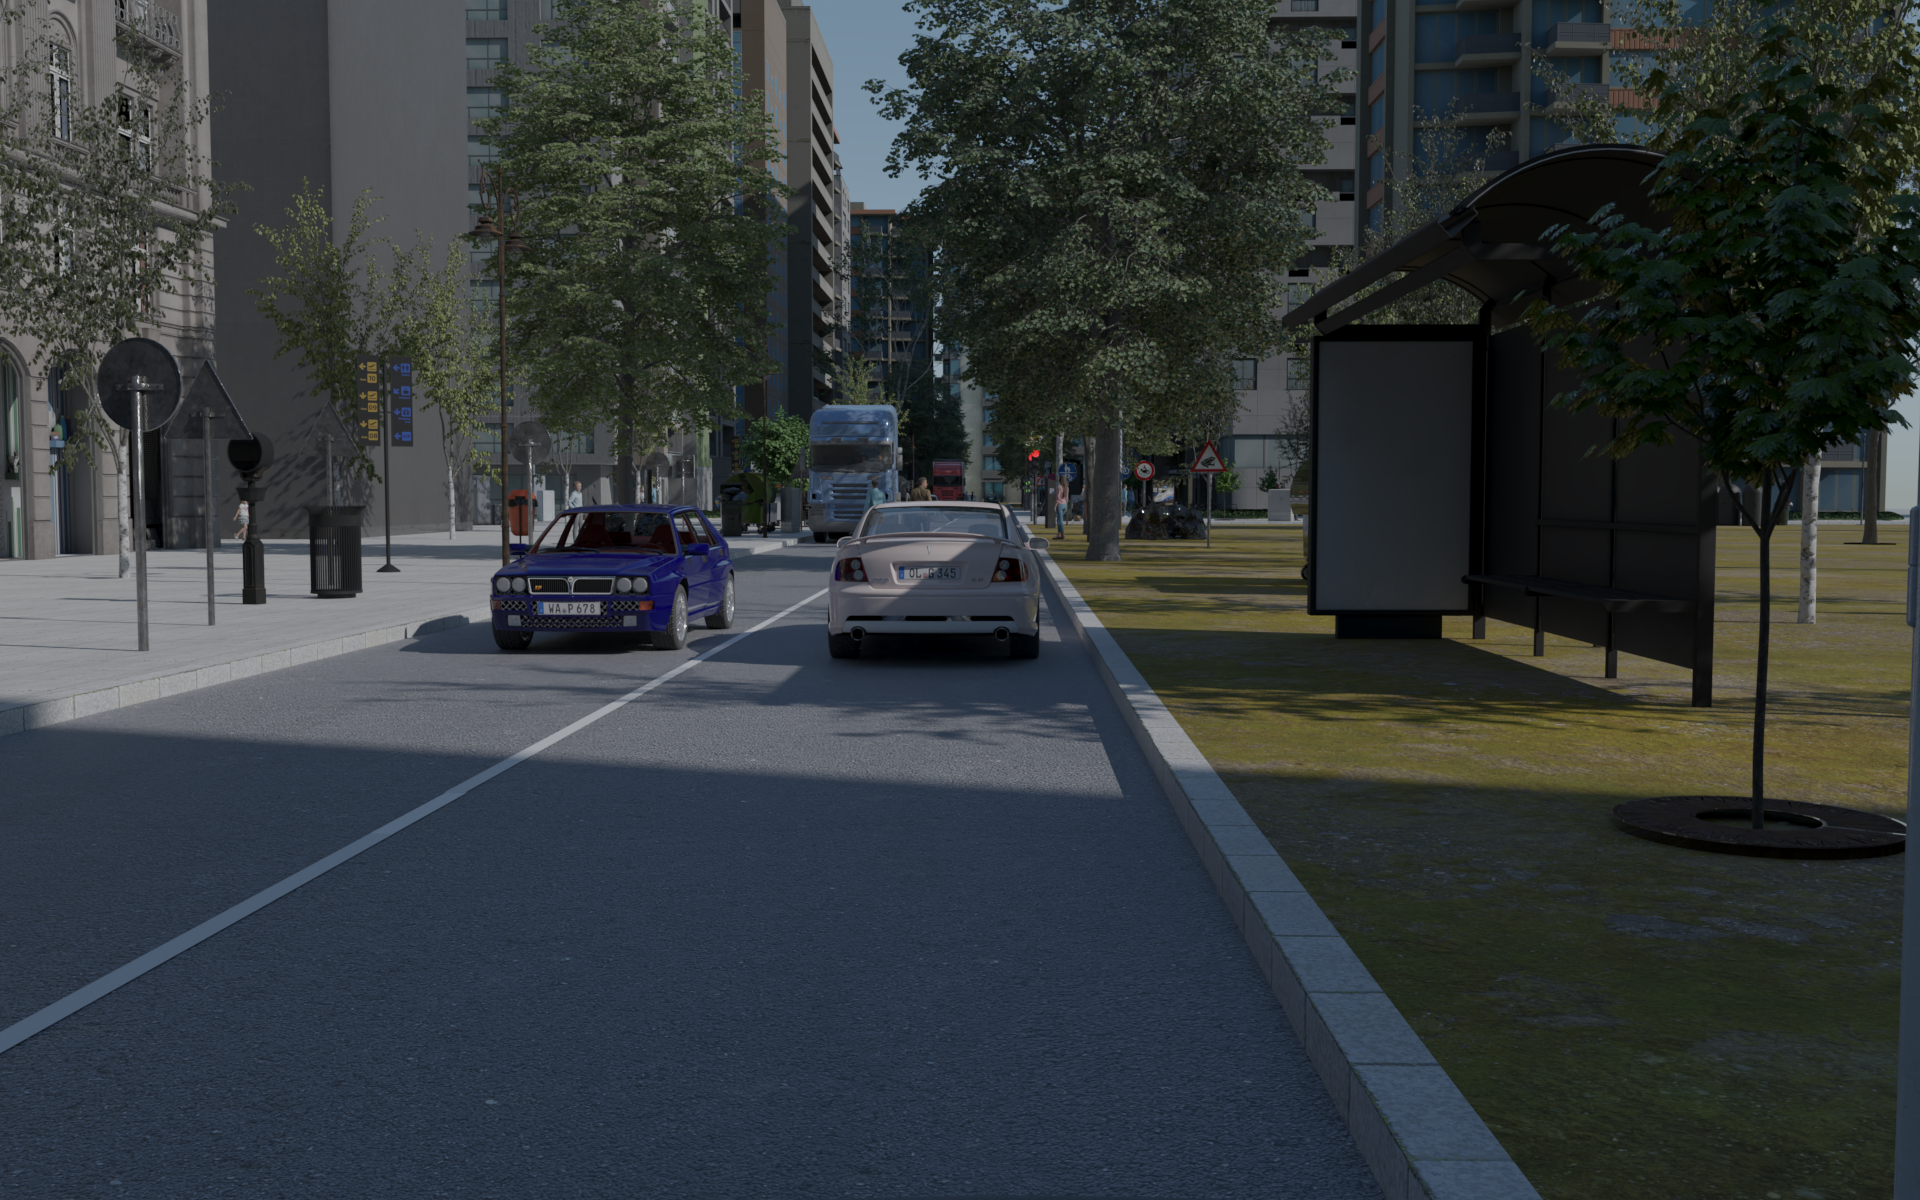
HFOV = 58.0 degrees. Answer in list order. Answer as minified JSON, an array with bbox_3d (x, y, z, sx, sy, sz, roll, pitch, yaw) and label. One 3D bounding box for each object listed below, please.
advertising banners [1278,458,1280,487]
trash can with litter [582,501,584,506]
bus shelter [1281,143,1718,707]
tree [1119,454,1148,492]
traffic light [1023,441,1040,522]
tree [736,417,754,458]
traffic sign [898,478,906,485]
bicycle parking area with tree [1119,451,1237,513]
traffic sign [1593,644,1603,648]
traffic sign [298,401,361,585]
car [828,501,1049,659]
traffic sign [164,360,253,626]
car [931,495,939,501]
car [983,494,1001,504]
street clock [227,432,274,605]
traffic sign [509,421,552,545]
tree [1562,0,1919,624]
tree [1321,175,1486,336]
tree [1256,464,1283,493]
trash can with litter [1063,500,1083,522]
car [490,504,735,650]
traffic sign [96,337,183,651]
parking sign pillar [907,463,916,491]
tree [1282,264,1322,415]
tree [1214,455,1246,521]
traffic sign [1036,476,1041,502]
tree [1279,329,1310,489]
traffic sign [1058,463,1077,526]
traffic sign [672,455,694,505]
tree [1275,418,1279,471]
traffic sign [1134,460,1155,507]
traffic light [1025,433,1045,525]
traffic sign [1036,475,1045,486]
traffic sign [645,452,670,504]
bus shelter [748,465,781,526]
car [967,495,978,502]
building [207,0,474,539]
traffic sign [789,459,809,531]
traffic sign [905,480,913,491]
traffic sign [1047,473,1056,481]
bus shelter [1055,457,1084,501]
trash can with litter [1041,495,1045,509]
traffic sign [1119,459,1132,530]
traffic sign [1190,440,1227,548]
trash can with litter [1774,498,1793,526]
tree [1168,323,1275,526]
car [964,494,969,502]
[{"bbox_3d":[15.264,-5.299,82.821,0.090,3.025,2.074,1,4,12],"label":"advertising banners"},{"bbox_3d":[-18.428,-4.444,84.051,0.624,1.170,1.055,3,4,36],"label":"trash can with litter"},{"bbox_3d":[3.817,-1.154,12.794,2.014,3.302,5.546,0,4,1],"label":"bus shelter"},{"bbox_3d":[14.196,-9.766,143.380,4.285,4.588,4.351,0,3,0],"label":"tree"},{"bbox_3d":[3.344,-5.623,80.860,0.839,4.253,0.868,0,4,1],"label":"traffic light"},{"bbox_3d":[-18.612,-11.602,140.062,4.360,8.622,3.978,0,3,0],"label":"tree"},{"bbox_3d":[-4.480,-8.196,134.114,0.768,2.556,0.104,0,4,6],"label":"traffic sign"},{"bbox_3d":[13.995,-7.960,117.153,8.231,4.147,9.016,-1,4,-21],"label":"bicycle parking area with tree"},{"bbox_3d":[5.337,-0.875,14.409,0.768,2.556,0.104,0,4,3],"label":"traffic sign"},{"bbox_3d":[-8.844,-1.487,24.309,0.884,2.594,0.081,0,4,2],"label":"traffic sign"},{"bbox_3d":[-0.183,-0.252,16.489,2.083,1.381,4.827,0,4,2],"label":"car"},{"bbox_3d":[-7.297,-1.028,16.815,0.884,2.594,0.081,0,4,4],"label":"traffic sign"},{"bbox_3d":[-1.985,-5.367,99.754,2.014,1.417,4.499,0,4,0],"label":"car"},{"bbox_3d":[3.809,-12.034,208.548,2.131,1.459,4.920,0,4,3],"label":"car"},{"bbox_3d":[-8.218,-0.951,20.114,0.471,2.002,0.358,1,4,14],"label":"street clock"},{"bbox_3d":[-7.494,-1.840,30.187,0.768,2.556,0.104,0,4,5],"label":"traffic sign"},{"bbox_3d":[8.385,-4.085,17.153,4.737,8.622,4.395,0,3,0],"label":"tree"},{"bbox_3d":[10.863,-5.452,39.506,4.737,8.622,4.395,0,3,0],"label":"tree"},{"bbox_3d":[19.332,-6.893,107.295,1.663,3.219,1.824,0,3,0],"label":"tree"},{"bbox_3d":[5.226,-4.258,81.006,1.055,1.170,0.624,1,4,19],"label":"trash can with litter"},{"bbox_3d":[-3.349,-0.280,17.158,1.945,1.354,3.894,0,4,3],"label":"car"},{"bbox_3d":[-6.669,-0.854,14.071,0.768,2.556,0.104,1,4,10],"label":"traffic sign"},{"bbox_3d":[-4.182,-9.813,148.907,1.447,3.967,1.447,-1,4,-15],"label":"parking sign pillar"},{"bbox_3d":[11.611,-6.229,52.214,4.737,8.622,4.395,0,3,0],"label":"tree"},{"bbox_3d":[12.775,-5.468,84.002,1.663,3.219,1.824,0,3,0],"label":"tree"},{"bbox_3d":[5.473,-7.341,120.126,0.768,2.556,0.104,0,4,3],"label":"traffic sign"},{"bbox_3d":[13.811,-6.809,61.688,4.360,8.622,3.978,0,3,0],"label":"tree"},{"bbox_3d":[4.358,-4.299,70.402,0.768,2.556,0.104,0,4,4],"label":"traffic sign"},{"bbox_3d":[-7.263,-2.649,45.446,0.606,2.300,0.079,1,4,11],"label":"traffic sign"},{"bbox_3d":[22.388,-10.018,114.149,4.360,8.622,3.978,0,3,0],"label":"tree"},{"bbox_3d":[6.993,-4.013,65.721,0.768,2.556,0.104,0,4,7],"label":"traffic sign"},{"bbox_3d":[3.149,-5.135,72.878,0.839,4.253,0.868,0,4,1],"label":"traffic light"},{"bbox_3d":[5.324,-6.872,112.367,0.884,2.594,0.081,0,4,2],"label":"traffic sign"},{"bbox_3d":[-9.168,-3.202,52.465,0.768,2.556,0.104,0,4,6],"label":"traffic sign"},{"bbox_3d":[-7.640,-4.728,71.220,2.014,3.302,5.546,0,4,1],"label":"bus shelter"},{"bbox_3d":[1.274,-12.905,223.361,2.083,1.381,4.827,0,4,0],"label":"car"},{"bbox_3d":[-29.237,-16.017,55.378,24.014,27.812,14.314,0,4,1],"label":"building"},{"bbox_3d":[-5.483,-3.657,59.804,0.884,2.594,0.081,0,4,6],"label":"traffic sign"},{"bbox_3d":[-3.817,-7.740,128.677,0.606,2.300,0.079,1,4,10],"label":"traffic sign"},{"bbox_3d":[5.730,-6.520,106.703,0.768,2.556,0.104,1,4,9],"label":"traffic sign"},{"bbox_3d":[7.128,-7.429,112.744,1.731,3.624,6.357,0,4,1],"label":"bus shelter"},{"bbox_3d":[5.791,-6.827,122.673,1.678,1.210,2.233,0,3,0],"label":"trash can with litter"},{"bbox_3d":[5.707,-3.752,61.454,0.768,2.556,0.104,1,4,11],"label":"traffic sign"},{"bbox_3d":[5.960,-2.537,41.491,0.884,2.594,0.081,1,4,11],"label":"traffic sign"},{"bbox_3d":[33.192,-3.606,70.353,1.055,1.170,0.624,0,4,-7],"label":"trash can with litter"},{"bbox_3d":[9.888,-7.255,68.989,4.360,8.622,3.978,0,3,0],"label":"tree"},{"bbox_3d":[0.051,-11.274,194.120,2.009,1.686,4.222,0,4,3],"label":"car"}]
